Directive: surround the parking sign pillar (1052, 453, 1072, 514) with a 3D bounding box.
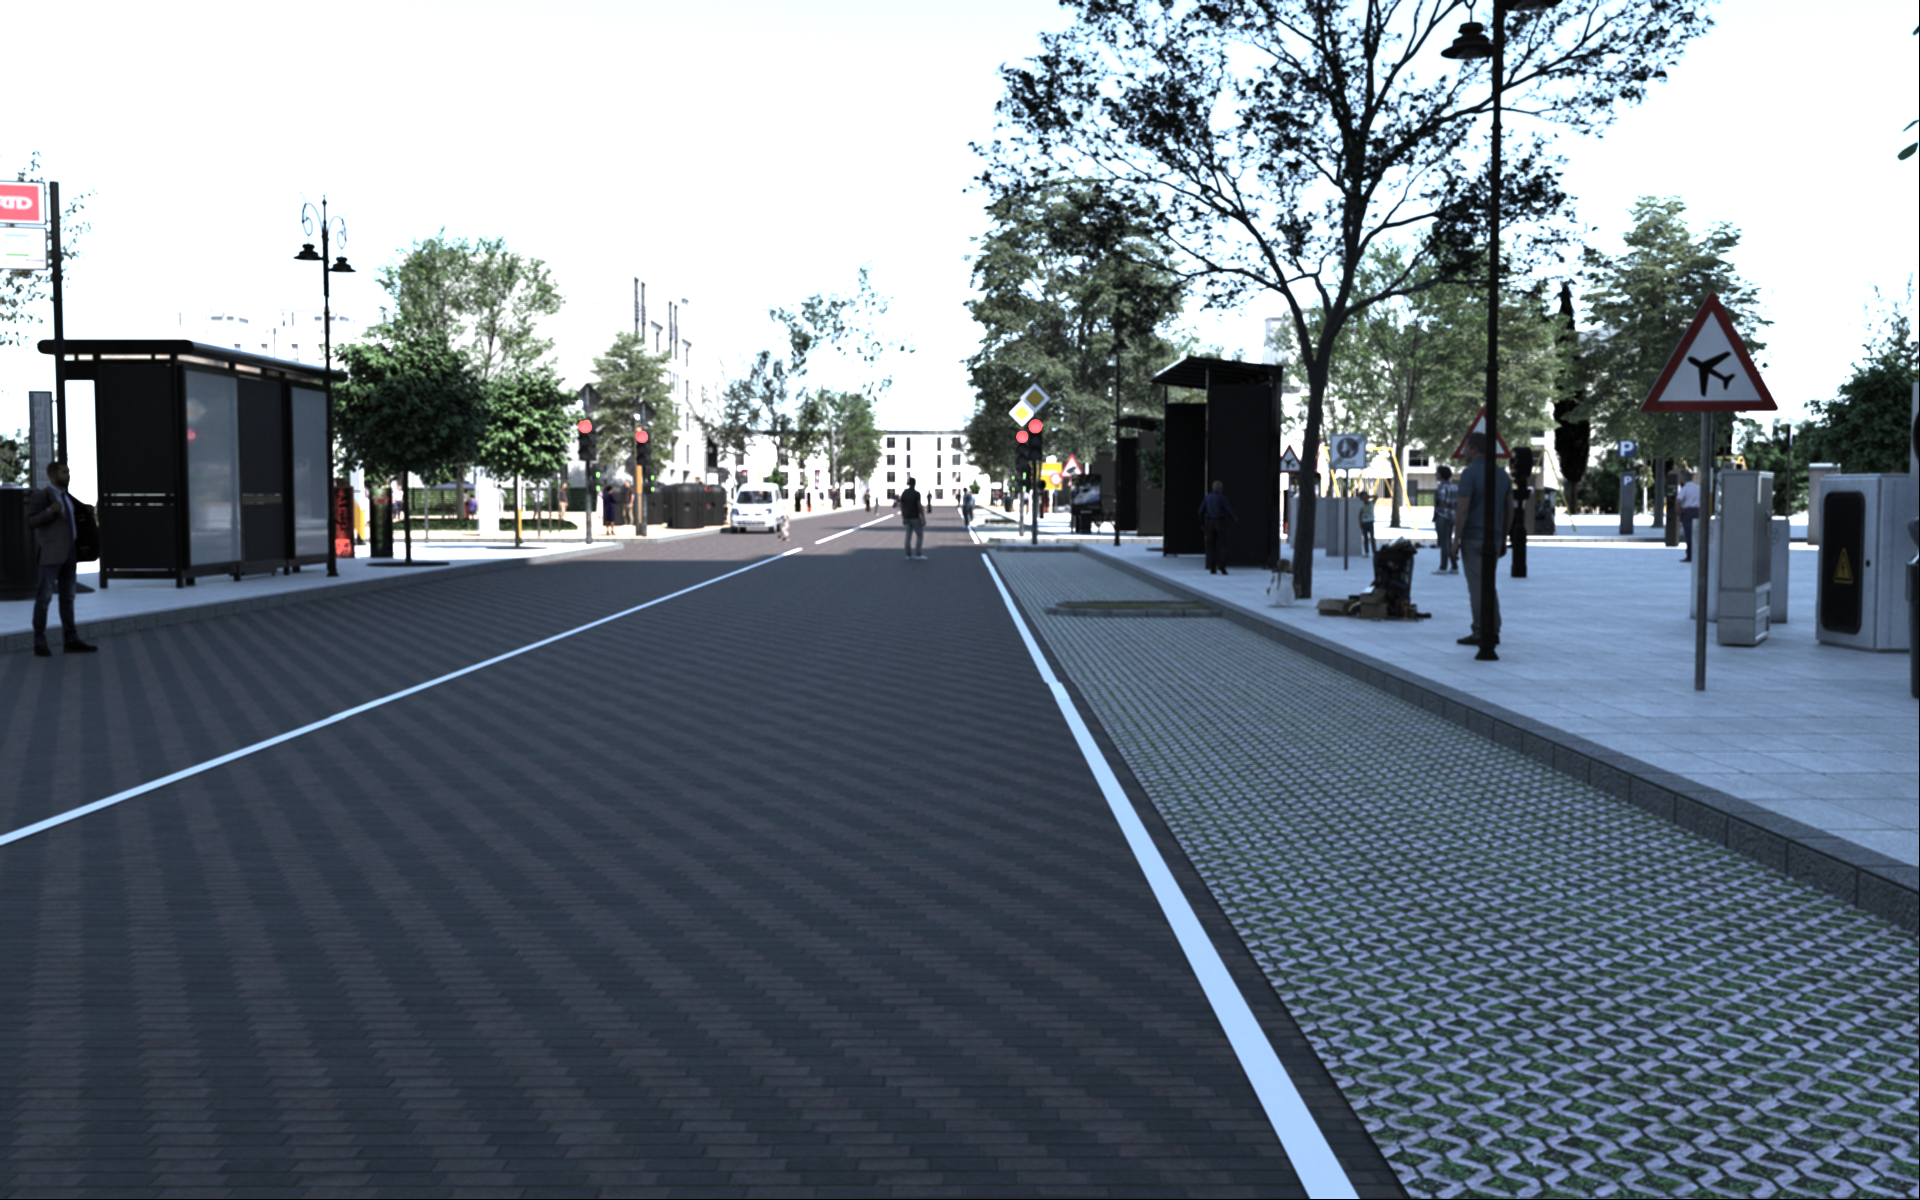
[{"bbox_3d":[6.733,-7.644,113.458,1.447,3.967,1.447,-3,5,-42],"label":"parking sign pillar"}]

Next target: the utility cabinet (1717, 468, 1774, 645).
[{"bbox_3d":[6.816,-0.386,14.991,0.318,1.500,1.173,2,4,30],"label":"utility cabinet"}]

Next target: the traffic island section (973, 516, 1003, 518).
[{"bbox_3d":[1.590,-5.013,104.834,1.991,0.108,1.994,0,4,0],"label":"traffic island section"}]

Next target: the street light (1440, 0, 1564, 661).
[{"bbox_3d":[4.085,-2.475,13.250,0.468,5.910,1.993,0,4,0],"label":"street light"}]

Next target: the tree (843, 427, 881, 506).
[{"bbox_3d":[-10.472,-14.131,181.395,4.360,8.622,3.978,0,3,0],"label":"tree"}]

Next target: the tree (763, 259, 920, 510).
[{"bbox_3d":[-9.734,-17.428,140.840,12.611,20.169,13.585,0,3,0],"label":"tree"}]

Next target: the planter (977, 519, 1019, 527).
[{"bbox_3d":[1.743,-3.407,76.850,1.991,0.319,1.994,0,4,0],"label":"planter"}]

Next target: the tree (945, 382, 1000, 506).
[{"bbox_3d":[3.389,-16.985,188.070,12.009,13.543,11.850,0,3,0],"label":"tree"}]

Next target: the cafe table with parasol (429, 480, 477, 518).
[{"bbox_3d":[-22.558,-4.483,78.170,2.610,1.966,2.610,0,4,-5],"label":"cafe table with parasol"}]

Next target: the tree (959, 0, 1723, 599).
[{"bbox_3d":[4.210,-5.278,20.714,8.767,10.594,7.601,0,4,-7],"label":"tree"}]

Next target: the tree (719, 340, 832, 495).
[{"bbox_3d":[-11.271,-10.464,105.492,7.601,10.594,8.767,0,4,-2],"label":"tree"}]

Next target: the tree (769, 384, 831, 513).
[{"bbox_3d":[-10.445,-10.049,114.656,4.737,8.622,4.395,0,3,0],"label":"tree"}]

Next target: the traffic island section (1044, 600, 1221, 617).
[{"bbox_3d":[2.031,0.116,20.975,1.991,0.108,1.994,0,4,0],"label":"traffic island section"}]

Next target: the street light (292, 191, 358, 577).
[{"bbox_3d":[-9.781,-3.305,26.825,0.468,5.910,1.993,0,4,0],"label":"street light"}]

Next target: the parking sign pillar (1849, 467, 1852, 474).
[{"bbox_3d":[27.533,-3.918,52.533,1.447,3.967,1.447,0,4,-4],"label":"parking sign pillar"}]

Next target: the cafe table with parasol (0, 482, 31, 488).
[{"bbox_3d":[-55.573,-5.896,101.264,2.610,1.966,2.610,-2,4,-32],"label":"cafe table with parasol"}]

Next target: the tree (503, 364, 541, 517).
[{"bbox_3d":[-24.664,-9.058,98.461,4.737,8.622,4.395,0,3,0],"label":"tree"}]

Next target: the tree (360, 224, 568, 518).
[{"bbox_3d":[-18.924,-8.563,65.763,9.928,11.665,9.643,0,3,0],"label":"tree"}]

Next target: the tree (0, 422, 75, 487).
[{"bbox_3d":[-66.505,-9.070,111.207,11.467,7.101,20.602,0,4,0],"label":"tree"}]

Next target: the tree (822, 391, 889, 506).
[{"bbox_3d":[-11.318,-16.726,191.598,7.486,12.596,7.792,0,3,0],"label":"tree"}]

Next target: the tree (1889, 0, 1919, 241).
[{"bbox_3d":[5.131,-1.357,5.908,4.285,4.588,4.351,0,3,0],"label":"tree"}]

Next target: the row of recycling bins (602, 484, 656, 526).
[{"bbox_3d":[-13.281,-3.884,70.619,1.069,1.692,3.534,2,4,25],"label":"row of recycling bins"}]

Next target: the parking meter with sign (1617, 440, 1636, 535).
[{"bbox_3d":[21.305,-3.614,55.358,0.543,3.016,1.738,1,4,19],"label":"parking meter with sign"}]

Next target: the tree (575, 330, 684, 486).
[{"bbox_3d":[-22.882,-12.384,120.599,7.486,12.596,7.792,0,3,0],"label":"tree"}]

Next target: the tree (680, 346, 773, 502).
[{"bbox_3d":[-11.361,-8.255,85.328,4.360,8.622,3.978,0,3,0],"label":"tree"}]

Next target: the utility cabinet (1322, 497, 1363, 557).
[{"bbox_3d":[7.981,-1.517,35.967,0.306,1.237,1.020,3,5,43],"label":"utility cabinet"}]

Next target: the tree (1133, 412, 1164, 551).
[{"bbox_3d":[4.665,-2.736,39.332,1.663,3.219,1.824,0,3,0],"label":"tree"}]

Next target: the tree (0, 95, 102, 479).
[{"bbox_3d":[-15.769,-4.651,26.411,4.360,8.622,3.978,0,3,0],"label":"tree"}]

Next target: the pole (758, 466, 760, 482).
[{"bbox_3d":[-14.561,-8.059,125.613,0.158,3.312,0.155,0,3,0],"label":"pole"}]

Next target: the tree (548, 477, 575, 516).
[{"bbox_3d":[-23.840,-6.655,103.412,1.663,3.219,1.824,0,3,0],"label":"tree"}]

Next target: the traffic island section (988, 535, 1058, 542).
[{"bbox_3d":[1.870,-1.810,51.875,2.009,0.180,2.903,0,4,0],"label":"traffic island section"}]

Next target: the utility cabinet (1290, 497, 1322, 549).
[{"bbox_3d":[8.296,-1.821,40.942,1.020,1.237,0.306,-2,4,-25],"label":"utility cabinet"}]

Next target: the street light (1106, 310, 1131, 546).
[{"bbox_3d":[3.895,-4.279,42.742,0.468,5.910,1.993,0,4,0],"label":"street light"}]

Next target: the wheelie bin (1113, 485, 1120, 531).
[{"bbox_3d":[5.743,-3.204,60.288,0.980,1.594,0.693,3,5,43],"label":"wheelie bin"}]

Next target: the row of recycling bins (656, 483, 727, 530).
[{"bbox_3d":[-10.428,-3.728,68.072,1.069,1.692,3.534,1,4,22],"label":"row of recycling bins"}]

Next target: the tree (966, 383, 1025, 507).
[{"bbox_3d":[4.260,-15.542,172.240,7.486,12.596,7.792,0,3,0],"label":"tree"}]

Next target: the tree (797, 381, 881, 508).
[{"bbox_3d":[-11.337,-14.359,160.524,9.928,11.665,9.643,0,3,0],"label":"tree"}]

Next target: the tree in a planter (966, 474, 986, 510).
[{"bbox_3d":[1.341,-9.571,153.704,1.991,3.239,1.994,0,4,0],"label":"tree in a planter"}]

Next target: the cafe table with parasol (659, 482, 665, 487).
[{"bbox_3d":[-16.551,-5.492,94.653,2.610,1.966,2.610,0,4,0],"label":"cafe table with parasol"}]

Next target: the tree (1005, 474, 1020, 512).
[{"bbox_3d":[4.214,-8.010,125.567,1.663,3.219,1.824,0,3,0],"label":"tree"}]

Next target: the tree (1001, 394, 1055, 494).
[{"bbox_3d":[4.330,-9.608,107.450,4.360,8.622,3.978,0,3,0],"label":"tree"}]

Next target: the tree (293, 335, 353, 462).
[{"bbox_3d":[-28.643,-7.866,78.973,4.737,8.622,4.395,0,3,0],"label":"tree"}]

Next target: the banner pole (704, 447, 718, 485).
[{"bbox_3d":[-13.183,-6.205,91.468,0.863,3.779,0.401,0,4,-6],"label":"banner pole"}]

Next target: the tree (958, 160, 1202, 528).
[{"bbox_3d":[4.394,-9.696,65.187,9.857,13.997,8.962,0,3,0],"label":"tree"}]

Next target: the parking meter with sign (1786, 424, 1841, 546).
[{"bbox_3d":[21.458,-2.857,42.975,1.738,3.016,0.543,2,4,30],"label":"parking meter with sign"}]

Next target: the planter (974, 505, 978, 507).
[{"bbox_3d":[1.197,-9.765,180.791,1.991,0.319,1.994,0,4,0],"label":"planter"}]

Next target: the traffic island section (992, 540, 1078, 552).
[{"bbox_3d":[1.912,-1.322,43.890,2.009,0.180,2.903,0,4,0],"label":"traffic island section"}]
